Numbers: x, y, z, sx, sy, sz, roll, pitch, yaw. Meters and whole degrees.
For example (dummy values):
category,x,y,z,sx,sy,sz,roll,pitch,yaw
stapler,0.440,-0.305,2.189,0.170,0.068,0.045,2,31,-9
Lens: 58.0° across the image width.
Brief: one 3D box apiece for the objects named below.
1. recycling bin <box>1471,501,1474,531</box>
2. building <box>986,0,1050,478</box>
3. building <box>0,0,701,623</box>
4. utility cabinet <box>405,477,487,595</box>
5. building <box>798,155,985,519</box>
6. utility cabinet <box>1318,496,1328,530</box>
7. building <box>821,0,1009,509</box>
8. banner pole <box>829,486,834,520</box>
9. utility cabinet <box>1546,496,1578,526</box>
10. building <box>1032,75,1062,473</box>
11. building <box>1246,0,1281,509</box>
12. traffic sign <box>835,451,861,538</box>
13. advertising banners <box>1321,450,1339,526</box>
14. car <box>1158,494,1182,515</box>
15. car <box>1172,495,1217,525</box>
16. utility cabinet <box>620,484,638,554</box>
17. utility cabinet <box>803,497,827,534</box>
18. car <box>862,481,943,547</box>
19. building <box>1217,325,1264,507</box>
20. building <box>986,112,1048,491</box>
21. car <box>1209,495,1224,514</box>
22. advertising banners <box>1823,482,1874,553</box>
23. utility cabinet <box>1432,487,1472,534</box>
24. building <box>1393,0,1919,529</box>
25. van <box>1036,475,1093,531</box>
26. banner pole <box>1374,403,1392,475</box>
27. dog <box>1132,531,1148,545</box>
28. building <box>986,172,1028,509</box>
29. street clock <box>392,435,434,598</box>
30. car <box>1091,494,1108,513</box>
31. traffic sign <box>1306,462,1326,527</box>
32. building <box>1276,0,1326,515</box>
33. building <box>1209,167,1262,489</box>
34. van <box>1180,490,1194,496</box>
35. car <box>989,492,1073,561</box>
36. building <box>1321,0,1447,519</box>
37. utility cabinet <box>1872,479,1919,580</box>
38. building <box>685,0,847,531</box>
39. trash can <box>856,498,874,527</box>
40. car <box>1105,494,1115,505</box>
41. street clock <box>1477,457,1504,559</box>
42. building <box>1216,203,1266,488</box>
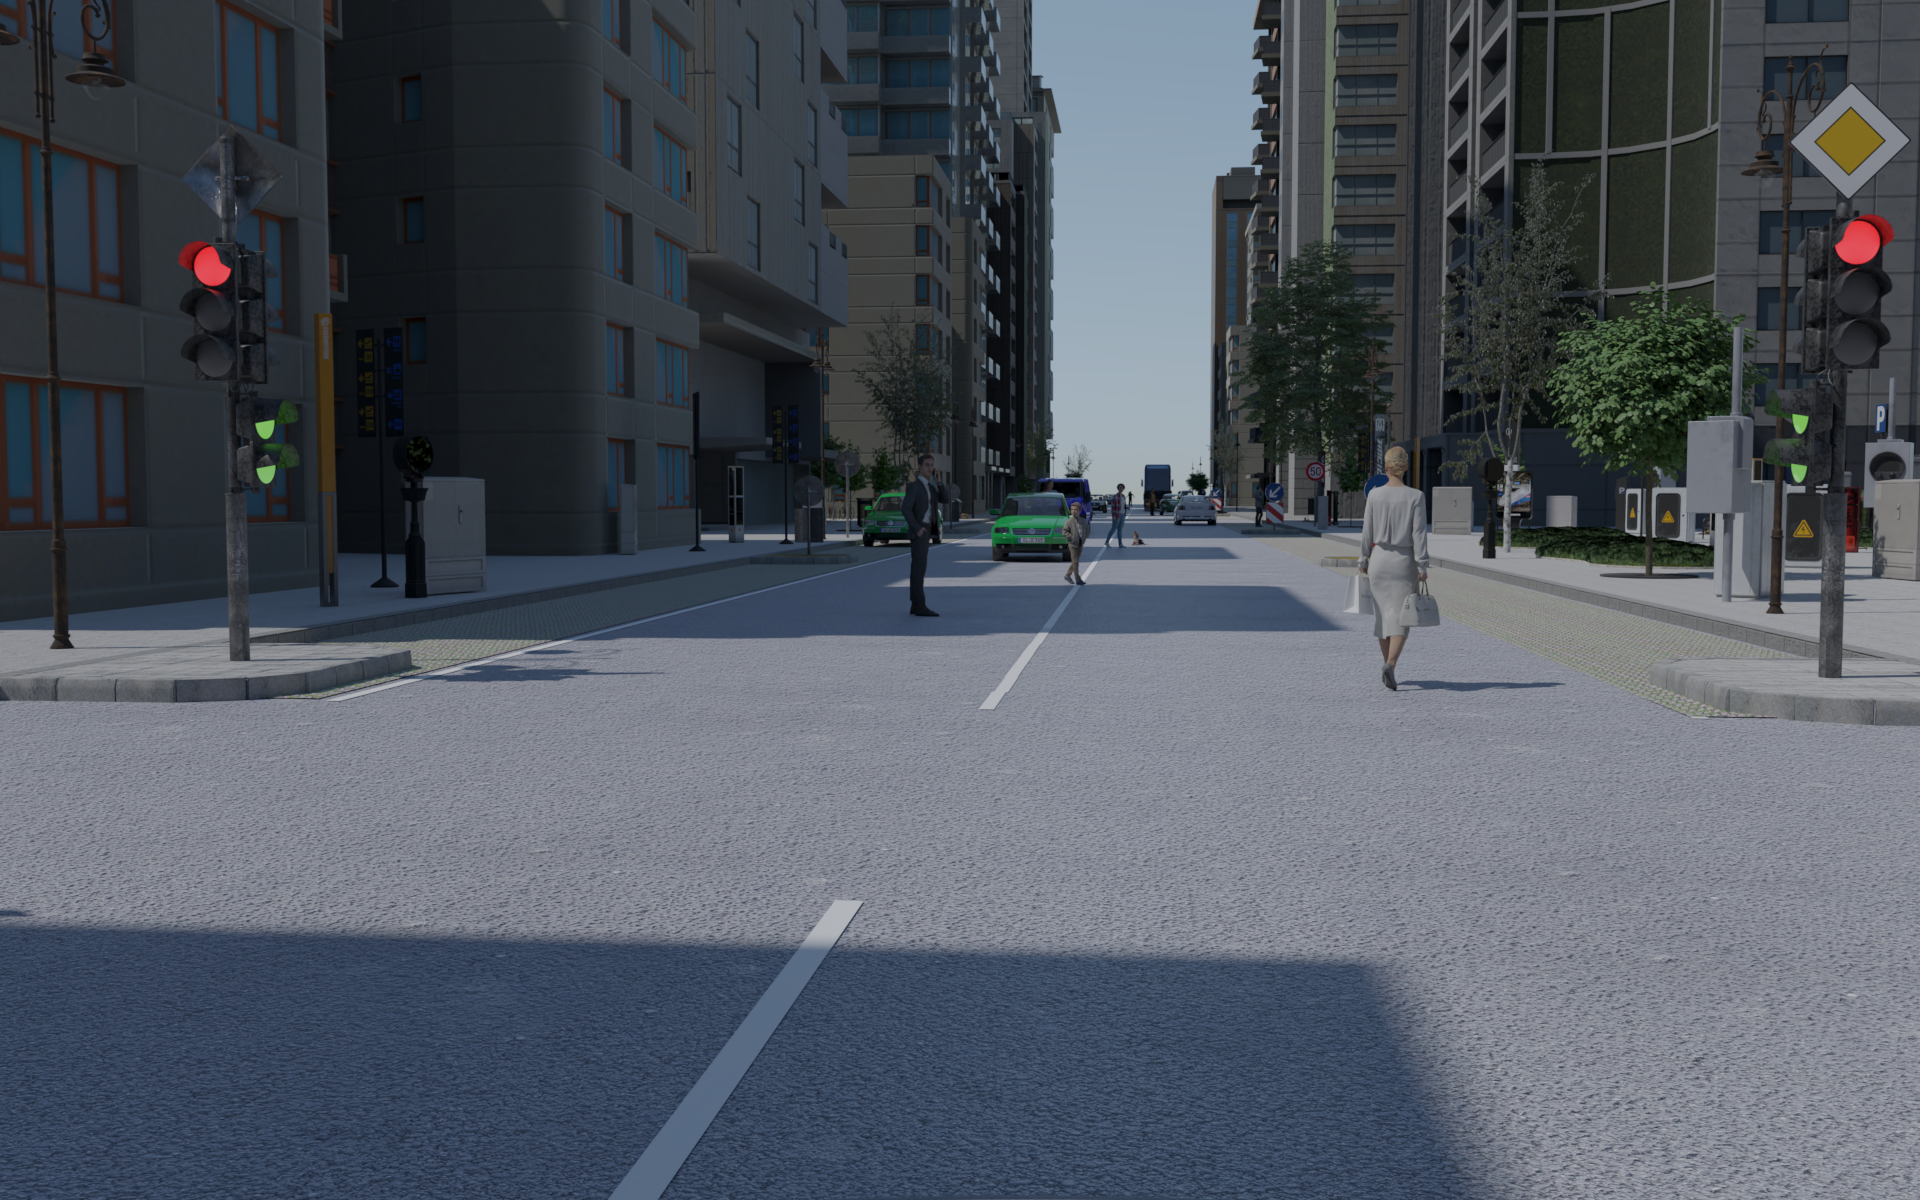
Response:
category,x,y,z,sx,sy,sz,roll,pitch,yaw
recycling bin,17.470,-2.940,60.622,0.722,1.027,0.722,-2,4,-24
building,-0.065,-46.472,198.069,20.563,71.187,20.611,0,4,6
building,-21.945,-11.379,31.082,27.650,21.520,28.899,0,4,6
utility cabinet,-6.581,-0.829,22.231,0.318,1.500,1.173,2,4,24
building,-13.585,-15.859,104.328,27.650,21.520,28.899,0,4,6
utility cabinet,13.151,-3.158,62.787,0.306,1.237,1.020,1,4,17
building,-8.662,-31.413,133.213,23.786,49.044,30.456,0,4,6
banner pole,-6.376,-5.799,84.831,0.863,3.779,0.401,3,4,37
utility cabinet,20.049,-2.847,57.712,0.306,1.237,1.020,-2,4,-34
building,-1.847,-38.833,224.152,28.713,52.752,27.495,0,4,6
building,35.597,-29.915,143.731,22.147,44.769,28.867,0,4,6
traffic sign,-3.305,-3.106,50.895,0.768,2.556,0.104,0,4,8
advertising banners,14.891,-4.503,69.808,0.090,3.025,2.074,2,4,33
car,14.606,-6.536,118.666,2.131,1.459,4.920,0,4,8
car,10.946,-4.178,80.676,2.083,1.381,4.827,0,4,5
utility cabinet,-7.056,-1.732,36.999,0.318,1.500,1.173,0,4,-8
utility cabinet,-4.658,-2.718,55.603,0.306,1.237,1.020,2,4,27
car,-1.577,-2.417,48.314,1.959,1.807,4.718,0,4,7
building,42.960,-21.142,190.714,27.650,21.520,28.899,0,4,6
building,1.738,-30.403,180.691,14.154,41.232,14.086,0,4,6
car,17.793,-6.751,122.961,1.945,1.354,3.894,0,4,6
advertising banners,19.370,-2.539,37.703,2.074,3.025,0.090,1,4,19
utility cabinet,15.489,-2.804,54.523,1.173,1.500,0.318,1,4,21
building,30.000,-38.672,70.535,20.563,71.187,20.611,0,4,6
van,3.825,-3.669,64.374,2.240,2.365,5.245,0,4,8
banner pole,11.653,-3.528,47.701,0.863,3.779,0.401,-3,4,-39
dog,5.057,-1.734,48.543,0.748,0.427,0.550,-1,4,-20
building,-1.386,-23.466,155.374,14.160,30.474,14.107,0,4,6
street clock,-6.719,-1.025,21.333,0.358,2.002,0.471,2,4,27
car,10.296,-7.450,131.591,2.009,1.686,4.222,0,4,7
traffic sign,13.971,-4.158,68.092,0.768,2.556,0.104,1,4,15
building,31.924,-35.037,114.858,21.231,58.520,28.212,0,4,6
building,41.487,-35.869,236.560,14.600,45.320,14.200,0,4,6
van,24.886,-11.193,190.010,2.013,2.044,4.112,0,4,6
car,1.661,-1.803,38.277,1.959,1.807,4.718,0,4,4
building,26.891,-25.144,94.691,14.154,41.232,14.086,0,4,6
utility cabinet,14.114,-1.053,25.904,0.318,1.500,1.173,0,4,-1
building,-19.388,-29.171,66.189,28.713,52.752,27.495,0,4,6
trash can,-3.663,-3.369,66.729,0.748,1.137,0.748,0,3,0
car,17.931,-12.073,207.187,2.009,1.686,4.222,0,4,7
street clock,10.514,-1.821,34.352,0.471,2.002,0.358,-1,4,-17
building,48.591,-32.062,216.092,32.217,40.220,23.993,0,4,6
